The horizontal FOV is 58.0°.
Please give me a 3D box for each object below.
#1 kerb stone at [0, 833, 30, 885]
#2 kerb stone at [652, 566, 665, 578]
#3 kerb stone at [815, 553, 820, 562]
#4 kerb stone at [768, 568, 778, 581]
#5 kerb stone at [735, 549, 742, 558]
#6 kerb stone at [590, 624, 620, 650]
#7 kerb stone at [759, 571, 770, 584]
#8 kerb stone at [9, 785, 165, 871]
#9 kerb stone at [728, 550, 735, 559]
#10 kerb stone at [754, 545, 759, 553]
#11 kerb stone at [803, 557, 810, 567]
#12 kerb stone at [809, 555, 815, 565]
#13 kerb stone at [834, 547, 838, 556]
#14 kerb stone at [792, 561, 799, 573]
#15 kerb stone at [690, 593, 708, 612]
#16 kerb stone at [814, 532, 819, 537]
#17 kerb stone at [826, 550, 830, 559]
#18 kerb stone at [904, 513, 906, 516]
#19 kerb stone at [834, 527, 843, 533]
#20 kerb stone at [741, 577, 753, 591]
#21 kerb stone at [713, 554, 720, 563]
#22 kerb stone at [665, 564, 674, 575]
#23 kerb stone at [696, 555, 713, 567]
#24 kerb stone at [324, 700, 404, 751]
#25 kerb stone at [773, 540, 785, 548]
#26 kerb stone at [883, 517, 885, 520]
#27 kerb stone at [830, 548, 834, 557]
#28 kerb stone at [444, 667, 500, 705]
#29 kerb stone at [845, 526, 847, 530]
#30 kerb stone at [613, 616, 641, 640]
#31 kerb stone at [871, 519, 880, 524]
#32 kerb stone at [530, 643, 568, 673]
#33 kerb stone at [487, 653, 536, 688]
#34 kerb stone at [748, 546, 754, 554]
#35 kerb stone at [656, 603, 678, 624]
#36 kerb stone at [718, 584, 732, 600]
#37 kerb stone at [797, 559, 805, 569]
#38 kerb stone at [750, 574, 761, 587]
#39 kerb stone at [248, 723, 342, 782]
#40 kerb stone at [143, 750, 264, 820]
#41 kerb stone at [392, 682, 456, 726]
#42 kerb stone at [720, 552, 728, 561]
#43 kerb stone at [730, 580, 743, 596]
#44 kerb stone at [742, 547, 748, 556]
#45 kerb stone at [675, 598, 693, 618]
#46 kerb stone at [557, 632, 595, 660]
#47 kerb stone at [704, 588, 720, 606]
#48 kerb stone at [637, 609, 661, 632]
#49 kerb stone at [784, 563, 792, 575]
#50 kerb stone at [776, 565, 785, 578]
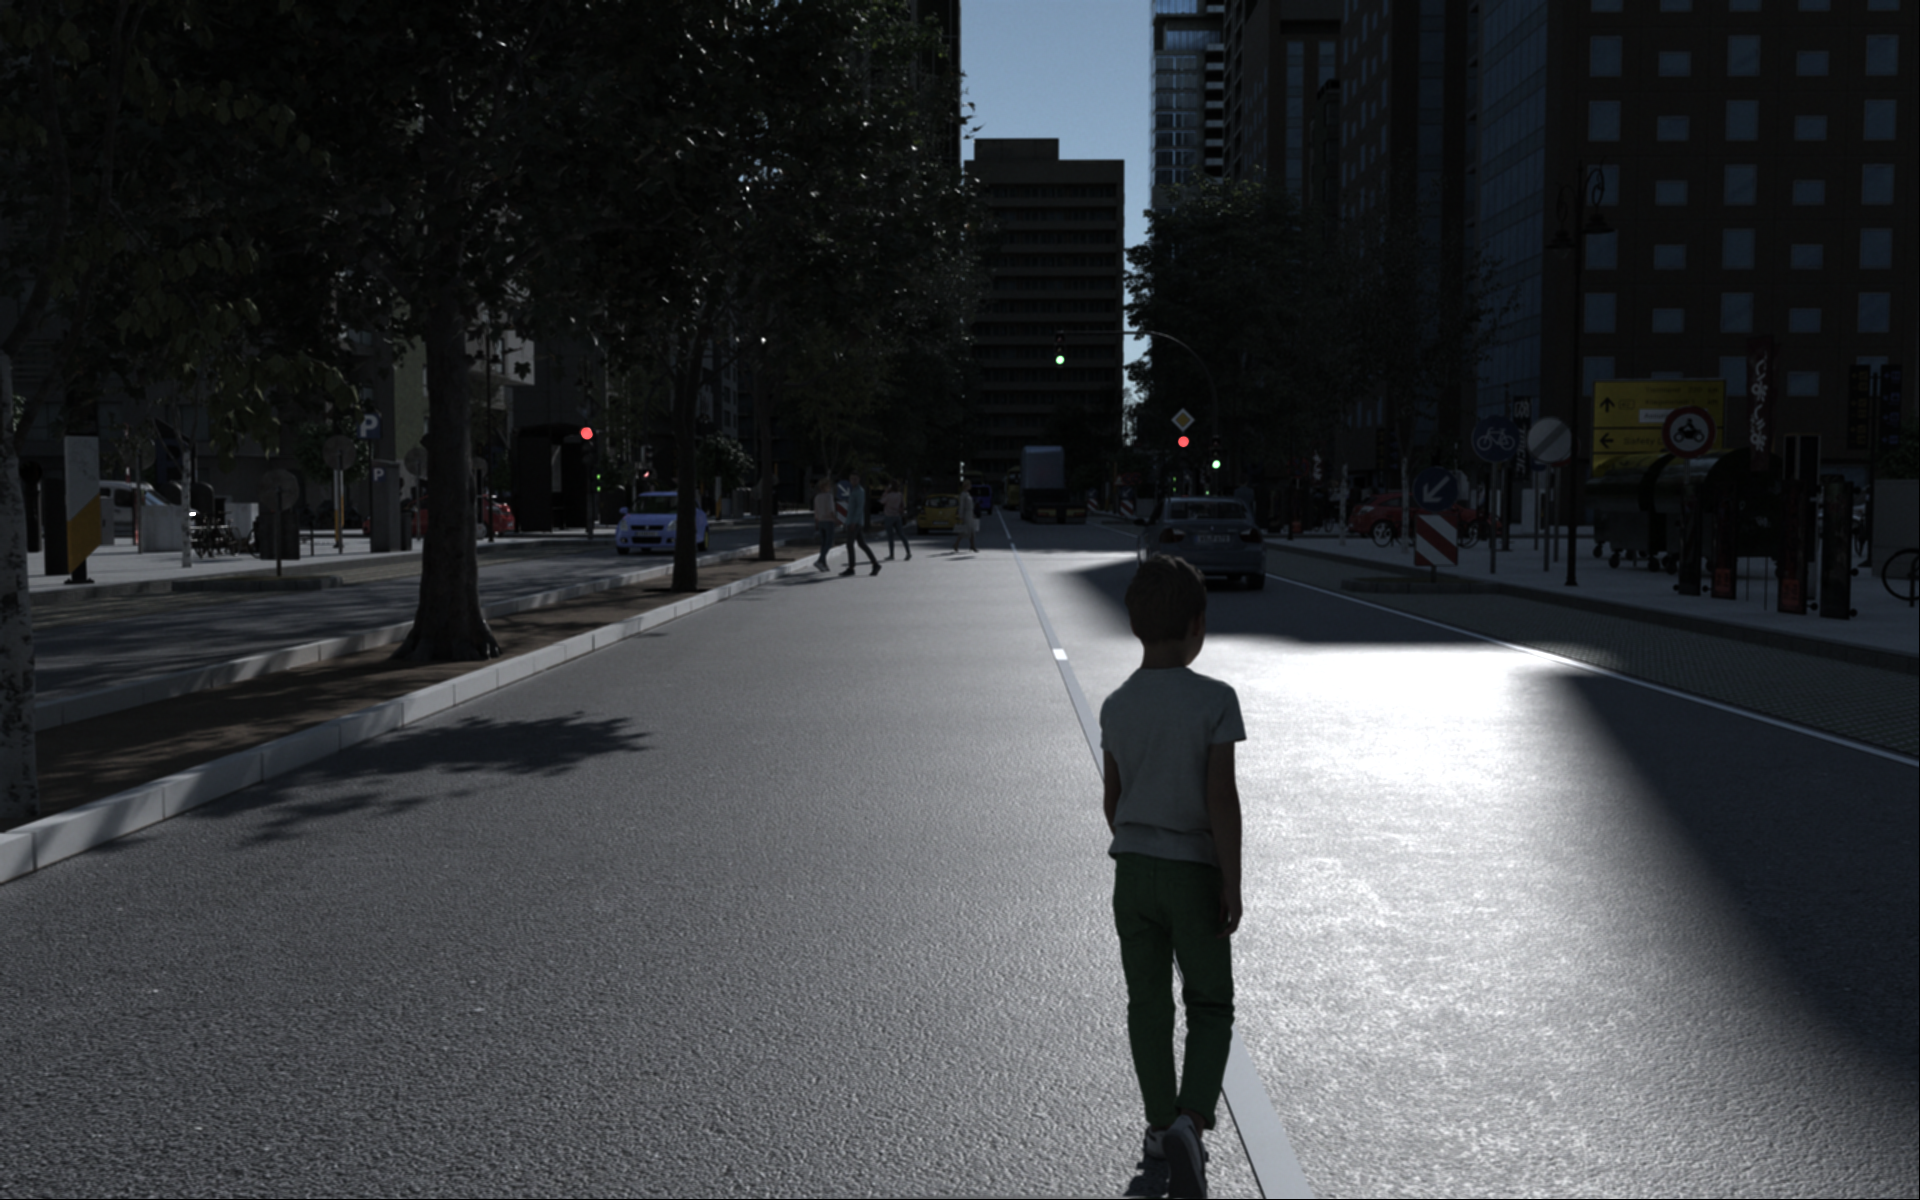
[{"bbox_3d":[-3.579,0.987,6.055,0.120,0.150,1.000,0,4,1],"label":"kerb stone"},{"bbox_3d":[-5.256,-0.457,29.659,0.120,0.150,1.000,0,4,1],"label":"kerb stone"},{"bbox_3d":[-3.044,-0.833,35.807,0.120,0.150,1.000,0,4,1],"label":"kerb stone"},{"bbox_3d":[-3.172,-0.394,28.640,0.120,0.150,1.000,0,4,1],"label":"kerb stone"},{"bbox_3d":[-5.089,-1.020,38.895,0.120,0.150,1.000,0,4,1],"label":"kerb stone"},{"bbox_3d":[-3.392,0.359,16.318,0.120,0.150,1.000,0,4,1],"label":"kerb stone"},{"bbox_3d":[-3.188,-0.332,27.618,0.120,0.150,1.000,0,4,1],"label":"kerb stone"},{"bbox_3d":[-3.558,0.925,7.079,0.120,0.150,1.000,0,4,1],"label":"kerb stone"},{"bbox_3d":[-5.117,-0.959,37.867,0.120,0.150,1.000,0,4,1],"label":"kerb stone"},{"bbox_3d":[-5.036,-1.209,41.968,0.120,0.150,1.000,0,4,1],"label":"kerb stone"},{"bbox_3d":[-3.084,-0.707,33.756,0.120,0.150,1.000,0,4,1],"label":"kerb stone"},{"bbox_3d":[-3.064,-0.770,34.785,0.120,0.150,1.000,0,4,1],"label":"kerb stone"},{"bbox_3d":[-2.971,-1.080,39.905,0.120,0.150,1.000,0,4,1],"label":"kerb stone"},{"bbox_3d":[-3.118,-0.582,31.712,0.120,0.150,1.000,0,4,1],"label":"kerb stone"},{"bbox_3d":[-3.300,0.051,21.447,0.120,0.150,1.000,0,4,1],"label":"kerb stone"},{"bbox_3d":[-4.757,-2.181,57.859,0.120,0.150,1.000,0,4,1],"label":"kerb stone"},{"bbox_3d":[-3.000,-0.958,37.857,0.120,0.150,1.000,0,4,1],"label":"kerb stone"},{"bbox_3d":[-3.642,-6.008,120.423,0.120,0.150,1.000,0,4,1],"label":"kerb stone"},{"bbox_3d":[-4.601,-2.683,66.067,0.120,0.150,1.000,0,4,1],"label":"kerb stone"},{"bbox_3d":[-3.227,-0.206,25.562,0.120,0.150,1.000,0,4,1],"label":"kerb stone"},{"bbox_3d":[-5.149,-0.832,35.819,0.120,0.150,1.000,0,4,1],"label":"kerb stone"},{"bbox_3d":[-5.236,-0.520,30.691,0.120,0.150,1.000,0,4,1],"label":"kerb stone"},{"bbox_3d":[-5.158,-0.768,34.789,0.120,0.150,1.000,0,4,1],"label":"kerb stone"},{"bbox_3d":[-3.501,0.737,10.150,0.120,0.150,1.000,0,4,1],"label":"kerb stone"},{"bbox_3d":[-4.949,-1.523,47.099,0.120,0.150,1.000,0,4,1],"label":"kerb stone"},{"bbox_3d":[-4.165,-4.190,90.704,0.120,0.150,1.000,0,4,1],"label":"kerb stone"},{"bbox_3d":[-2.993,-1.021,38.883,0.120,0.150,1.000,0,4,1],"label":"kerb stone"},{"bbox_3d":[-3.466,0.612,12.213,0.120,0.150,1.000,0,4,1],"label":"kerb stone"},{"bbox_3d":[-4.593,-2.743,67.094,0.120,0.150,1.000,0,4,1],"label":"kerb stone"},{"bbox_3d":[-3.377,0.297,17.340,0.120,0.150,1.000,0,4,1],"label":"kerb stone"},{"bbox_3d":[-4.238,-3.939,86.595,0.120,0.150,1.000,0,4,1],"label":"kerb stone"},{"bbox_3d":[-3.434,0.491,14.264,0.120,0.150,1.000,0,4,1],"label":"kerb stone"},{"bbox_3d":[-3.449,0.548,13.235,0.120,0.150,1.000,0,4,1],"label":"kerb stone"},{"bbox_3d":[-5.049,-1.147,40.946,0.120,0.150,1.000,0,4,1],"label":"kerb stone"},{"bbox_3d":[-3.344,0.171,19.401,0.120,0.150,1.000,0,4,1],"label":"kerb stone"},{"bbox_3d":[-3.271,-0.080,23.507,0.120,0.150,1.000,0,4,1],"label":"kerb stone"},{"bbox_3d":[-3.099,-0.638,32.734,0.120,0.150,1.000,0,4,1],"label":"kerb stone"},{"bbox_3d":[-3.215,-0.269,26.588,0.120,0.150,1.000,0,4,1],"label":"kerb stone"},{"bbox_3d":[-3.518,0.803,9.123,0.120,0.150,1.000,0,4,1],"label":"kerb stone"},{"bbox_3d":[-3.541,0.862,8.101,0.120,0.150,1.000,0,4,1],"label":"kerb stone"},{"bbox_3d":[-3.484,0.675,11.181,0.120,0.150,1.000,0,4,1],"label":"kerb stone"},{"bbox_3d":[-5.128,-0.892,36.842,0.120,0.150,1.000,0,4,1],"label":"kerb stone"},{"bbox_3d":[-3.245,-0.143,24.531,0.120,0.150,1.000,0,4,1],"label":"kerb stone"},{"bbox_3d":[-5.074,-1.084,39.922,0.120,0.150,1.000,0,4,1],"label":"kerb stone"},{"bbox_3d":[-3.322,0.112,20.425,0.120,0.150,1.000,0,4,1],"label":"kerb stone"},{"bbox_3d":[-3.418,0.422,15.291,0.120,0.150,1.000,0,4,1],"label":"kerb stone"},{"bbox_3d":[-3.282,-0.017,22.479,0.120,0.150,1.000,0,4,1],"label":"kerb stone"},{"bbox_3d":[-3.357,0.236,18.366,0.120,0.150,1.000,0,4,1],"label":"kerb stone"},{"bbox_3d":[-3.144,-0.520,30.690,0.120,0.150,1.000,0,4,1],"label":"kerb stone"},{"bbox_3d":[-3.154,-0.457,29.668,0.120,0.150,1.000,0,4,1],"label":"kerb stone"}]
